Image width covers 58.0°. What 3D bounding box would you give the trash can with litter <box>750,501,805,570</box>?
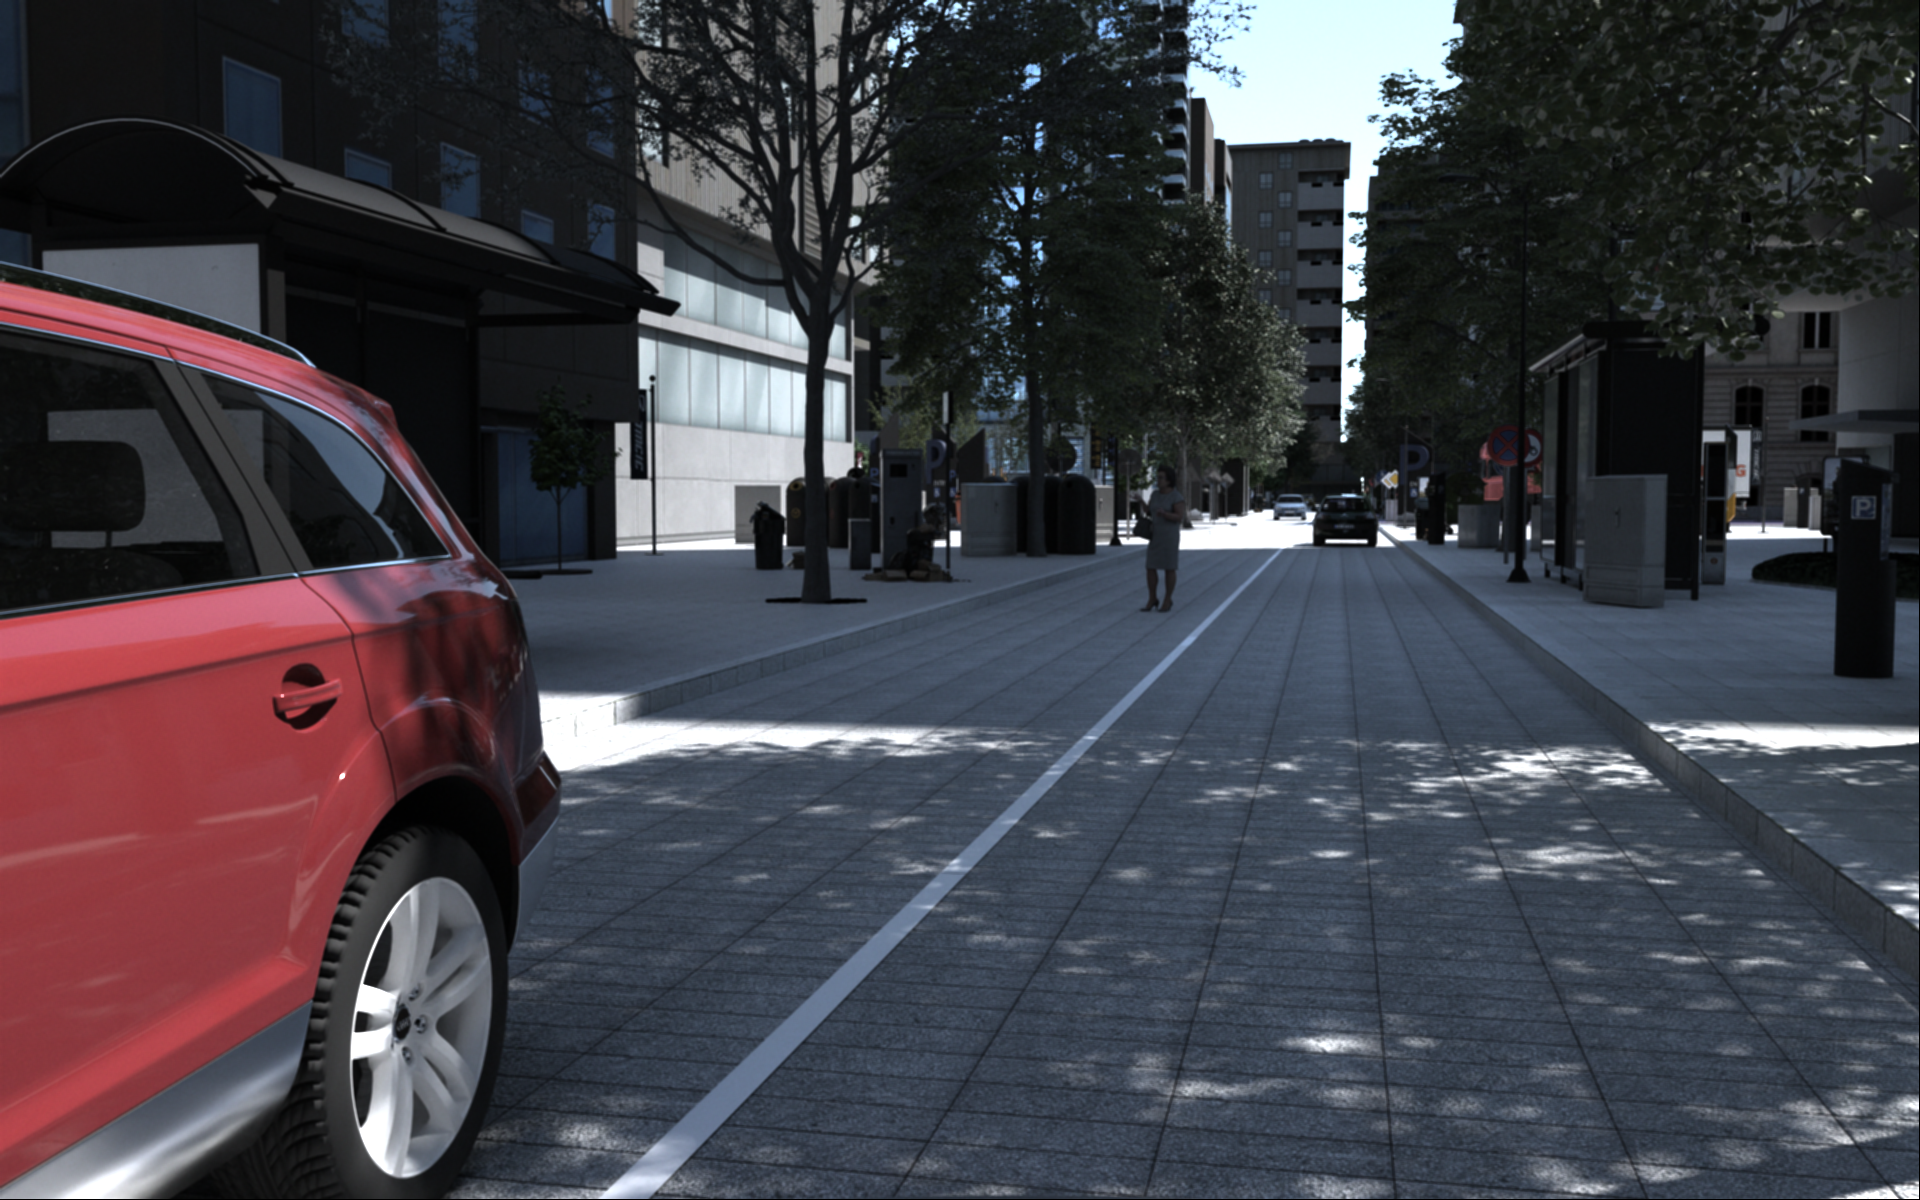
[{"bbox_3d":[-3.037,-1.115,29.610,1.055,1.170,0.624,-1,4,-16],"label":"trash can with litter"}]

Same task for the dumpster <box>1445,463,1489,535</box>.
[{"bbox_3d":[16.089,-3.240,55.462,1.502,2.255,1.985,1,4,12],"label":"dumpster"}]

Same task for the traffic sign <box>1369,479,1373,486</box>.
[{"bbox_3d":[28.761,-7.342,120.145,0.768,2.556,0.104,1,4,21],"label":"traffic sign"}]

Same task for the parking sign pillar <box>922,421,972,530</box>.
[{"bbox_3d":[-0.663,-4.480,61.722,1.447,3.967,1.447,-3,4,-37],"label":"parking sign pillar"}]

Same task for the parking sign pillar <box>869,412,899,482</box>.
[{"bbox_3d":[-2.461,-4.137,56.116,1.447,3.967,1.447,2,4,26],"label":"parking sign pillar"}]

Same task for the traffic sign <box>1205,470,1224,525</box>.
[{"bbox_3d":[10.501,-4.153,71.545,0.795,2.450,0.064,1,4,12],"label":"traffic sign"}]

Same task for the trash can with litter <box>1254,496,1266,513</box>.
[{"bbox_3d":[20.745,-6.646,120.052,0.624,1.170,1.055,2,4,27],"label":"trash can with litter"}]

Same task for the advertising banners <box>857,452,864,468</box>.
[{"bbox_3d":[-4.512,-4.587,71.180,0.090,3.025,2.074,2,4,29],"label":"advertising banners"}]

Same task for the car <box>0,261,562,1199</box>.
[{"bbox_3d":[-2.293,0.402,2.096,2.281,1.827,5.304,1,4,10],"label":"car"}]

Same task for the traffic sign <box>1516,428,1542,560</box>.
[{"bbox_3d":[10.978,-2.052,33.649,0.768,2.556,0.104,1,4,15],"label":"traffic sign"}]

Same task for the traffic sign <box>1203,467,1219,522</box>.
[{"bbox_3d":[11.592,-4.890,80.050,0.768,2.556,0.104,1,4,19],"label":"traffic sign"}]

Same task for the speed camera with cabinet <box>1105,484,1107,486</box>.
[{"bbox_3d":[11.947,-9.068,142.602,0.660,3.252,2.038,-1,4,-13],"label":"speed camera with cabinet"}]

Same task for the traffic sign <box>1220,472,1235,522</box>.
[{"bbox_3d":[12.201,-4.630,79.348,0.795,2.450,0.064,1,4,12],"label":"traffic sign"}]

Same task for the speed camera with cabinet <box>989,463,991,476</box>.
[{"bbox_3d":[1.675,-7.134,110.976,0.660,3.252,2.038,0,4,-5],"label":"speed camera with cabinet"}]

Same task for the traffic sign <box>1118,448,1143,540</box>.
[{"bbox_3d":[4.679,-2.937,48.121,0.768,2.556,0.104,1,4,13],"label":"traffic sign"}]

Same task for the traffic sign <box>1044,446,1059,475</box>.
[{"bbox_3d":[2.419,-2.788,45.690,0.768,2.556,0.104,1,4,18],"label":"traffic sign"}]

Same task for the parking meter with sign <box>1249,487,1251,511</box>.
[{"bbox_3d":[22.197,-8.418,133.893,0.543,3.016,1.738,0,4,-1],"label":"parking meter with sign"}]

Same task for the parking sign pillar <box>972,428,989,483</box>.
[{"bbox_3d":[0.555,-5.051,71.062,1.447,3.967,1.447,3,4,36],"label":"parking sign pillar"}]

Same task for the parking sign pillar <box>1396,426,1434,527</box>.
[{"bbox_3d":[17.832,-4.852,67.801,1.447,3.967,1.447,1,4,23],"label":"parking sign pillar"}]

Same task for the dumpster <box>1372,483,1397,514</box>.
[{"bbox_3d":[26.911,-6.556,109.687,1.502,2.255,1.985,1,4,12],"label":"dumpster"}]

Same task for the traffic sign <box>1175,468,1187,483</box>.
[{"bbox_3d":[10.006,-4.869,79.615,0.884,2.594,0.081,1,4,16],"label":"traffic sign"}]

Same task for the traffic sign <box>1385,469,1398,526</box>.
[{"bbox_3d":[17.576,-4.058,69.989,0.795,2.450,0.064,1,4,12],"label":"traffic sign"}]

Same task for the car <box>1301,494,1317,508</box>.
[{"bbox_3d":[36.743,-10.589,183.350,2.015,1.641,3.980,1,4,13],"label":"car"}]

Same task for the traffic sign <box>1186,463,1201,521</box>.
[{"bbox_3d":[9.566,-4.404,72.003,0.884,2.594,0.081,1,4,20],"label":"traffic sign"}]

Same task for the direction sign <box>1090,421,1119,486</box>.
[{"bbox_3d":[4.494,-3.788,53.925,0.876,3.537,0.379,0,4,-2],"label":"direction sign"}]

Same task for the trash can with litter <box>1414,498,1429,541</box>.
[{"bbox_3d":[13.034,-2.246,48.106,0.624,1.170,1.055,0,4,-7],"label":"trash can with litter"}]

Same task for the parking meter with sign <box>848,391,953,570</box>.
[{"bbox_3d":[-1.016,-2.029,29.432,1.738,3.016,0.543,-1,4,-10],"label":"parking meter with sign"}]

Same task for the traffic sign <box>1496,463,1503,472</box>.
[{"bbox_3d":[13.781,-2.645,43.349,0.768,2.556,0.104,1,4,20],"label":"traffic sign"}]

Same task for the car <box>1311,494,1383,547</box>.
[{"bbox_3d":[10.854,-2.377,48.653,2.009,1.686,4.222,1,4,14],"label":"car"}]

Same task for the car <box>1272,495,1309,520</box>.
[{"bbox_3d":[18.282,-5.127,95.829,2.014,1.417,4.499,1,4,12],"label":"car"}]

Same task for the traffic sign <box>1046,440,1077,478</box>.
[{"bbox_3d":[2.376,-2.494,40.889,0.768,2.556,0.104,1,4,21],"label":"traffic sign"}]

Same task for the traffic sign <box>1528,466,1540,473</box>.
[{"bbox_3d":[14.348,-2.707,44.264,0.884,2.594,0.081,1,4,20],"label":"traffic sign"}]

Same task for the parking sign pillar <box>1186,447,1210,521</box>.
[{"bbox_3d":[10.814,-5.710,81.823,1.447,3.967,1.447,-3,5,-43],"label":"parking sign pillar"}]

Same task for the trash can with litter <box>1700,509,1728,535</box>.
[{"bbox_3d":[23.243,-2.597,53.856,1.055,1.170,0.624,0,4,6],"label":"trash can with litter"}]

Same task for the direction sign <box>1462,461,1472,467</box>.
[{"bbox_3d":[34.959,-7.804,119.594,0.379,3.537,0.876,-2,4,-33],"label":"direction sign"}]

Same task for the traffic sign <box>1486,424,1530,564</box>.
[{"bbox_3d":[10.031,-1.935,31.738,0.768,2.556,0.104,1,4,16],"label":"traffic sign"}]

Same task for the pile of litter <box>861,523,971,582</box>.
[{"bbox_3d":[-0.671,-0.714,25.639,1.719,0.858,1.176,3,5,44],"label":"pile of litter"}]

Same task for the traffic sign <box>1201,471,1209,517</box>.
[{"bbox_3d":[13.693,-6.008,98.231,0.884,2.594,0.081,1,4,17],"label":"traffic sign"}]

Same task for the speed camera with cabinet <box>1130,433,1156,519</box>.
[{"bbox_3d":[6.031,-3.735,55.401,0.660,3.252,2.038,2,4,31],"label":"speed camera with cabinet"}]

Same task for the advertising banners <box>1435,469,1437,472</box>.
[{"bbox_3d":[33.838,-7.820,124.047,0.090,3.025,2.074,0,4,-1],"label":"advertising banners"}]

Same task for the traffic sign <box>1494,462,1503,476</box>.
[{"bbox_3d":[15.787,-3.052,50.013,0.768,2.556,0.104,1,4,13],"label":"traffic sign"}]

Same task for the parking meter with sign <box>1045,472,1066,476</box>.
[{"bbox_3d":[8.173,-9.489,151.400,1.738,3.016,0.543,1,4,20],"label":"parking meter with sign"}]

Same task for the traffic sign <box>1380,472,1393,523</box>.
[{"bbox_3d":[19.275,-4.535,77.792,0.795,2.450,0.064,1,4,12],"label":"traffic sign"}]

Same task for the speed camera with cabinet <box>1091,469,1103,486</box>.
[{"bbox_3d":[8.175,-6.756,104.800,0.660,3.252,2.038,1,4,8],"label":"speed camera with cabinet"}]

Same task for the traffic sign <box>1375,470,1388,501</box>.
[{"bbox_3d":[22.575,-5.651,92.504,0.768,2.556,0.104,1,4,19],"label":"traffic sign"}]
